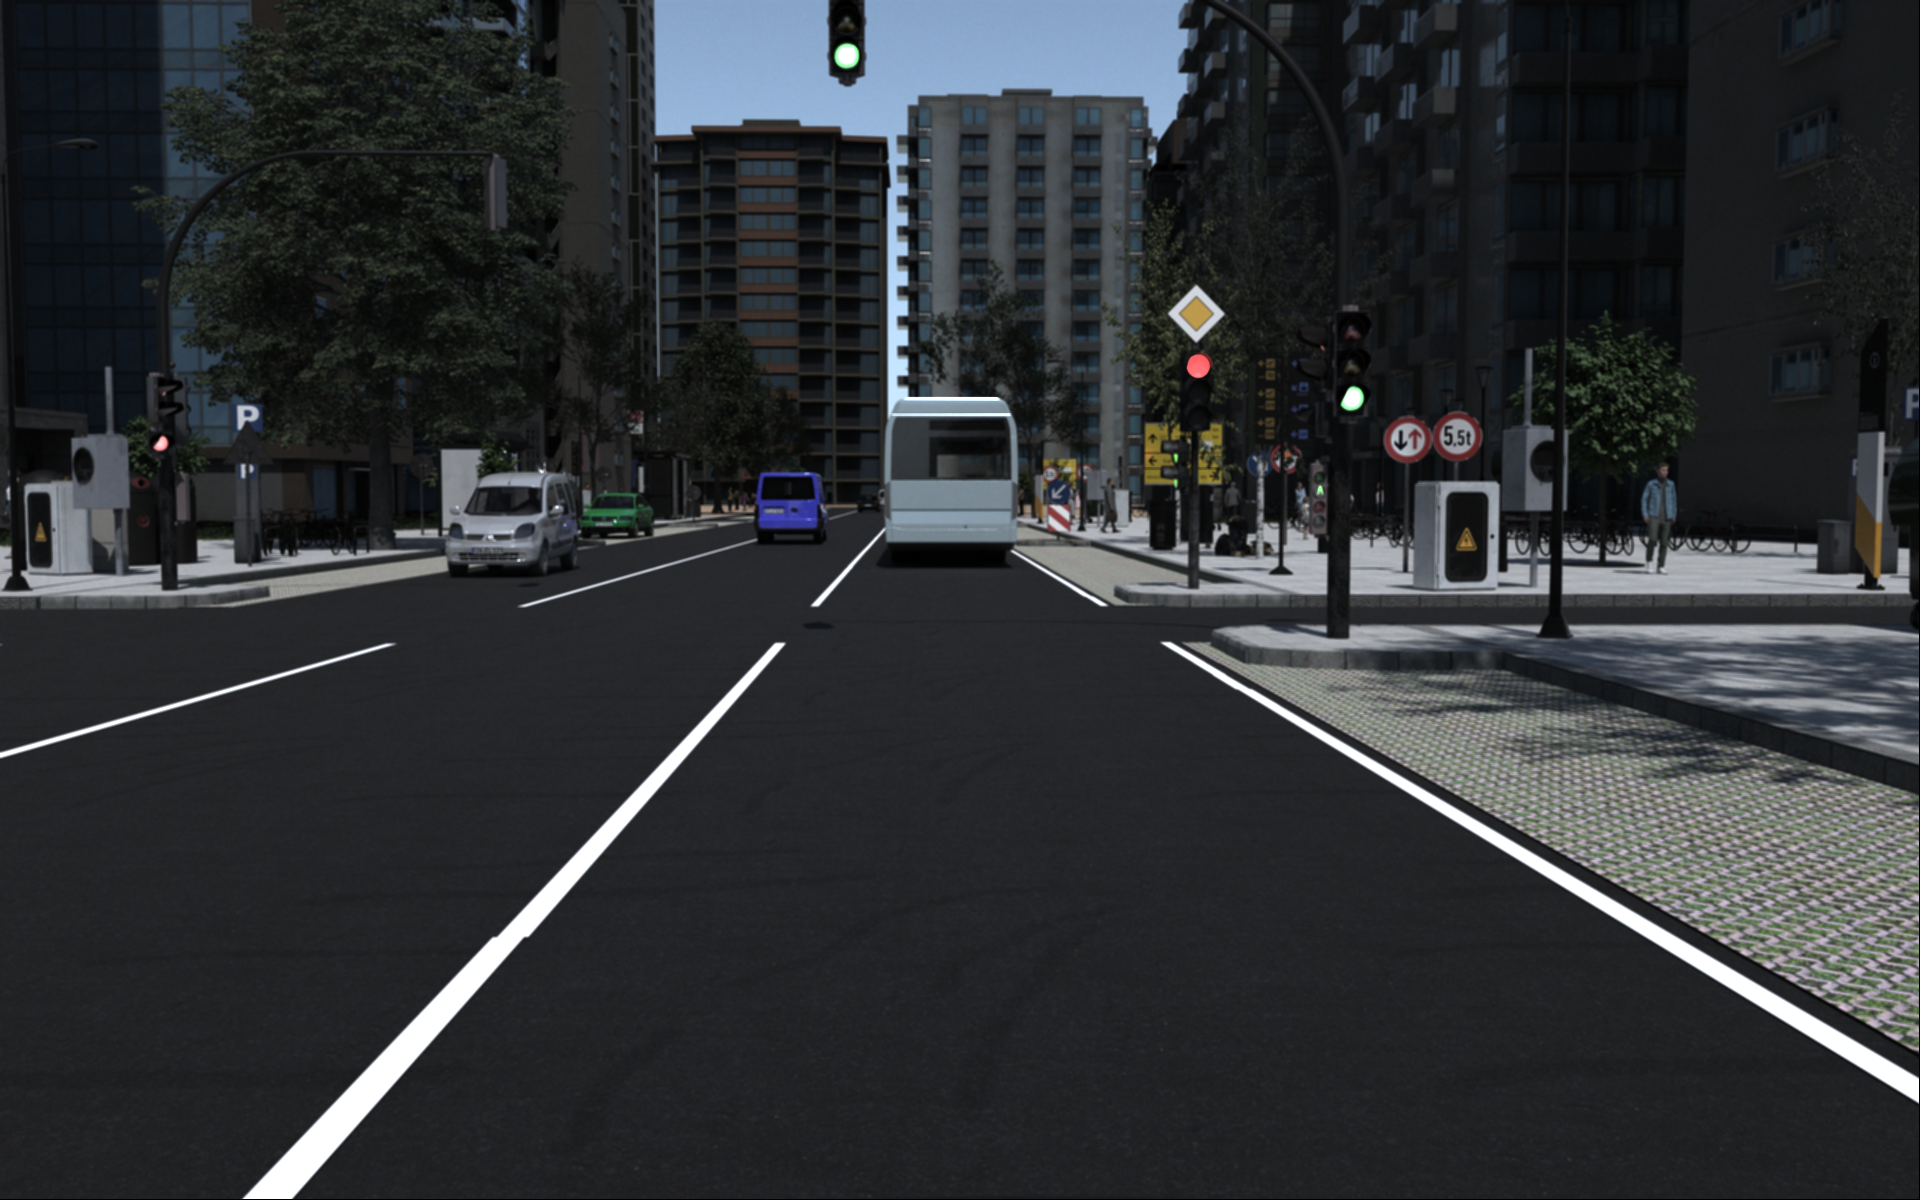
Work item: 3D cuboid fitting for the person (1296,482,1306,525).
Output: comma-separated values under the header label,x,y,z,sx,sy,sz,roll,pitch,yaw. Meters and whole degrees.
label,x,y,z,sx,sy,sz,roll,pitch,yaw
person,14.144,-4.013,71.914,0.793,1.790,0.793,1,4,16

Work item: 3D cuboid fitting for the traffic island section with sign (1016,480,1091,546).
label,x,y,z,sx,sy,sz,roll,pitch,yaw
traffic island section with sign,2.568,-2.410,48.029,1.989,1.847,2.006,0,4,-1

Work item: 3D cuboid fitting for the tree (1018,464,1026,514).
label,x,y,z,sx,sy,sz,roll,pitch,yaw
tree,4.207,-7.095,110.608,1.663,3.219,1.824,0,3,0

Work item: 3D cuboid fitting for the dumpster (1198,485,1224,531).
label,x,y,z,sx,sy,sz,roll,pitch,yaw
dumpster,8.575,-3.384,61.087,1.264,1.857,1.865,0,4,-1

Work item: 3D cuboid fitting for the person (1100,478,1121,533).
label,x,y,z,sx,sy,sz,roll,pitch,yaw
person,4.988,-3.125,57.241,0.767,1.812,0.694,0,4,-5

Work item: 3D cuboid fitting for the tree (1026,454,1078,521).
label,x,y,z,sx,sy,sz,roll,pitch,yaw
tree,4.473,-5.317,81.540,1.663,3.219,1.824,0,3,0

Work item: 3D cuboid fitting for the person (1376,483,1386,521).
label,x,y,z,sx,sy,sz,roll,pitch,yaw
person,17.005,-3.851,69.670,0.598,1.740,0.731,0,4,-3

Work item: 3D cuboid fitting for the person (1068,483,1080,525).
label,x,y,z,sx,sy,sz,roll,pitch,yaw
person,4.728,-4.011,72.190,0.524,1.755,0.480,-1,4,-16

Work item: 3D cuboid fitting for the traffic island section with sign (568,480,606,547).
label,x,y,z,sx,sy,sz,roll,pitch,yaw
traffic island section with sign,-10.848,-2.390,47.703,1.989,1.847,2.006,0,4,-1

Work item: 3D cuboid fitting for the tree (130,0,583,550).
label,x,y,z,sx,sy,sz,roll,pitch,yaw
tree,-13.405,-8.117,39.362,9.857,13.997,8.962,0,3,0

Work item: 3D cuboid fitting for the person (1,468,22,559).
label,x,y,z,sx,sy,sz,roll,pitch,yaw
person,-18.846,-1.751,34.689,0.581,1.822,0.654,3,5,44

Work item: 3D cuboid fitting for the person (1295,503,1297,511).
label,x,y,z,sx,sy,sz,roll,pitch,yaw
person,18.228,-5.314,93.285,0.624,1.780,0.694,0,4,1

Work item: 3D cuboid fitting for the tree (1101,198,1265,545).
label,x,y,z,sx,sy,sz,roll,pitch,yaw
tree,5.477,-5.674,43.128,4.737,8.622,4.395,0,3,0

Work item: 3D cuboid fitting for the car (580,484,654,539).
label,x,y,z,sx,sy,sz,roll,pitch,yaw
car,-11.193,-2.929,56.687,1.959,1.807,4.718,0,3,0

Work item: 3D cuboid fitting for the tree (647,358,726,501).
label,x,y,z,sx,sy,sz,roll,pitch,yaw
tree,-14.786,-8.734,93.157,4.360,8.622,3.978,0,3,0

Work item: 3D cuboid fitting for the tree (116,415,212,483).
label,x,y,z,sx,sy,sz,roll,pitch,yaw
tree,-29.009,-4.836,62.776,4.285,4.588,4.351,0,3,0

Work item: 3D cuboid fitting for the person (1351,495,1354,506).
label,x,y,z,sx,sy,sz,roll,pitch,yaw
person,14.910,-3.562,66.875,0.503,1.515,0.523,-3,4,-38

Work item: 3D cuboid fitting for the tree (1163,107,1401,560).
label,x,y,z,sx,sy,sz,roll,pitch,yaw
tree,6.106,-5.095,33.662,4.360,8.622,3.978,0,3,0

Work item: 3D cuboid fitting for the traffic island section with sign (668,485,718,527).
label,x,y,z,sx,sy,sz,roll,pitch,yaw
traffic island section with sign,-11.539,-4.065,75.087,1.989,1.847,2.006,0,4,-1

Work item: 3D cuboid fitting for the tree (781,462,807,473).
label,x,y,z,sx,sy,sz,roll,pitch,yaw
tree,-16.656,-11.684,174.750,4.285,4.588,4.351,0,3,0

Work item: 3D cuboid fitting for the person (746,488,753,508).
label,x,y,z,sx,sy,sz,roll,pitch,yaw
person,-19.614,-9.531,161.893,1.348,1.822,0.705,-3,4,-36

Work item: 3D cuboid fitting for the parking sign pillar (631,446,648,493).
label,x,y,z,sx,sy,sz,roll,pitch,yaw
parking sign pillar,-17.700,-6.612,96.585,1.447,3.967,1.447,2,4,25

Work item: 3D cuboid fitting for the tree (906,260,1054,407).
label,x,y,z,sx,sy,sz,roll,pitch,yaw
tree,1.820,-17.545,142.755,12.611,20.169,13.585,0,3,0

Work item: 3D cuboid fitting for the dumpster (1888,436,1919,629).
label,x,y,z,sx,sy,sz,roll,pitch,yaw
dumpster,9.630,-0.802,15.614,1.502,2.255,1.985,0,4,-2

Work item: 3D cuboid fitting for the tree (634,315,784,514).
label,x,y,z,sx,sy,sz,roll,pitch,yaw
tree,-15.615,-11.854,110.828,9.611,12.733,9.660,0,3,0

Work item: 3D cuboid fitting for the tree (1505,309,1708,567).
label,x,y,z,sx,sy,sz,roll,pitch,yaw
tree,11.503,-2.889,30.950,4.285,4.588,4.351,0,3,0

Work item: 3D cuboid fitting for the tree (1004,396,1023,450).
label,x,y,z,sx,sy,sz,roll,pitch,yaw
tree,2.839,-10.974,129.781,4.360,8.622,3.978,0,3,0

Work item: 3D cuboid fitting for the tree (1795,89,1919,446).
label,x,y,z,sx,sy,sz,roll,pitch,yaw
tree,17.684,-5.026,32.533,4.360,8.622,3.978,0,3,0

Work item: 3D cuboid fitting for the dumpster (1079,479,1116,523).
label,x,y,z,sx,sy,sz,roll,pitch,yaw
dumpster,6.123,-4.557,77.007,1.502,2.255,1.985,0,4,-1

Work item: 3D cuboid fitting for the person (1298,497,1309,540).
label,x,y,z,sx,sy,sz,roll,pitch,yaw
person,9.693,-2.314,48.899,0.382,1.210,0.505,-2,4,-30

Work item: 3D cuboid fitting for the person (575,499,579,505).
label,x,y,z,sx,sy,sz,roll,pitch,yaw
person,-28.907,-7.583,130.550,0.617,1.759,0.750,-1,4,-9

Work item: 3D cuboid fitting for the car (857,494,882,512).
label,x,y,z,sx,sy,sz,roll,pitch,yaw
car,-7.193,-7.792,137.179,2.009,1.686,4.222,0,4,0

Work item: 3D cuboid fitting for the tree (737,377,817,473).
label,x,y,z,sx,sy,sz,roll,pitch,yaw
tree,-15.570,-12.471,138.317,8.767,10.594,7.601,1,4,9

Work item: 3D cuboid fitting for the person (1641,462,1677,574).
label,x,y,z,sx,sy,sz,roll,pitch,yaw
person,11.196,-1.307,27.748,0.601,1.785,0.444,0,4,4

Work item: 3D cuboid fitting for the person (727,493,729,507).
label,x,y,z,sx,sy,sz,roll,pitch,yaw
person,-22.994,-10.217,173.541,0.568,1.767,0.683,1,4,11

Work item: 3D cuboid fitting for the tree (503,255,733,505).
label,x,y,z,sx,sy,sz,roll,pitch,yaw
tree,-14.827,-8.209,68.627,8.767,10.594,7.601,2,4,35

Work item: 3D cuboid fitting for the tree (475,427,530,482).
label,x,y,z,sx,sy,sz,roll,pitch,yaw
tree,-13.531,-3.385,49.952,1.663,3.219,1.824,0,3,0

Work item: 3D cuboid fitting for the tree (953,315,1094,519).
label,x,y,z,sx,sy,sz,roll,pitch,yaw
tree,3.597,-9.568,90.852,7.601,10.594,8.767,1,4,22

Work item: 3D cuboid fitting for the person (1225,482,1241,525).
label,x,y,z,sx,sy,sz,roll,pitch,yaw
person,11.170,-3.959,71.162,0.661,1.777,0.834,0,4,-5

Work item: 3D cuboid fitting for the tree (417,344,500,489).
label,x,y,z,sx,sy,sz,roll,pitch,yaw
tree,-23.255,-7.904,79.588,4.737,8.622,4.395,0,3,0

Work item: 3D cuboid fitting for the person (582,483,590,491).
label,x,y,z,sx,sy,sz,roll,pitch,yaw
person,-18.468,-4.887,85.929,0.794,1.824,0.713,0,4,-8
